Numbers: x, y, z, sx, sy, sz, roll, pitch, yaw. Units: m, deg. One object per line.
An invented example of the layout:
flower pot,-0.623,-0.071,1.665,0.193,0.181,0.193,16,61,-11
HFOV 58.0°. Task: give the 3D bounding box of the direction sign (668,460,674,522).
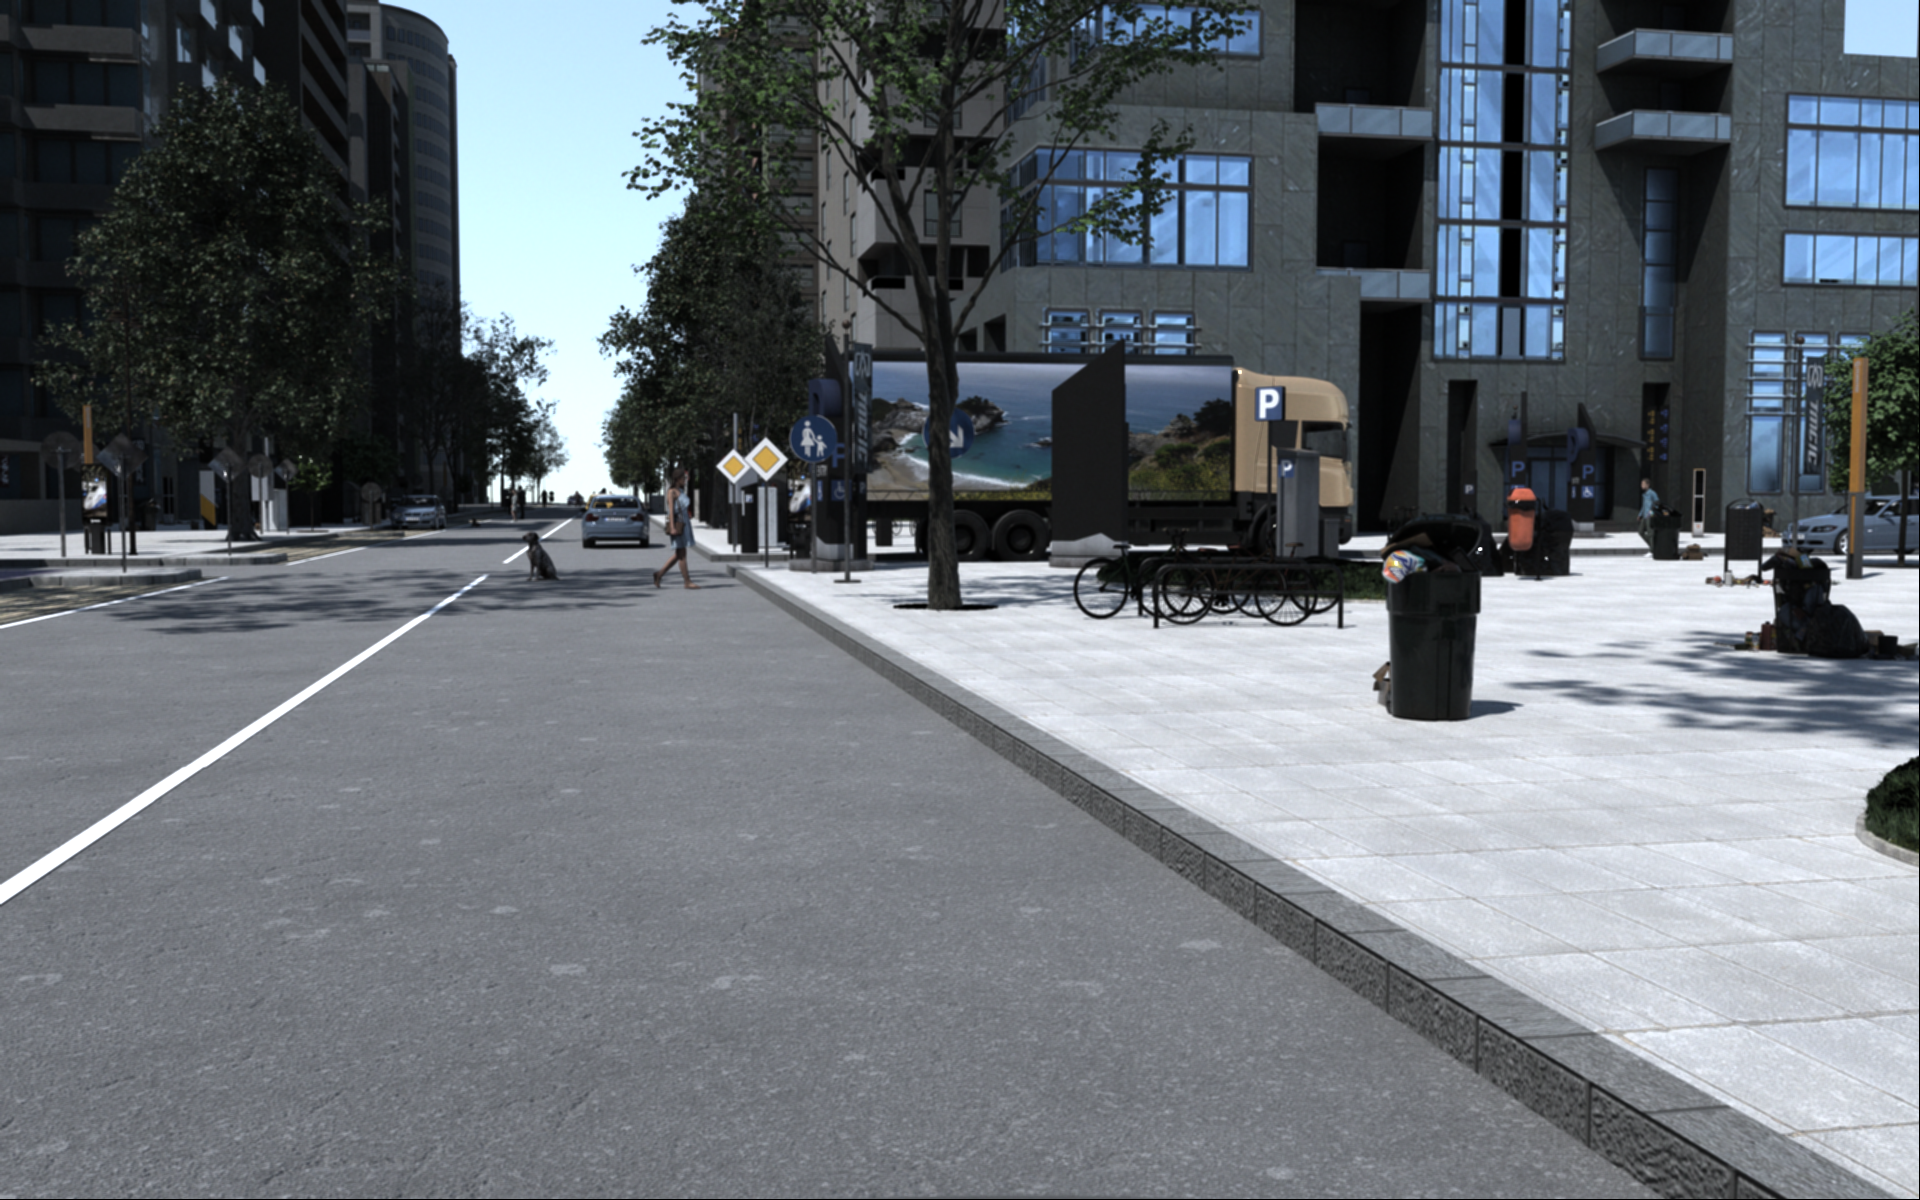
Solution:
direction sign,-12.999,-5.260,78.000,0.379,3.537,0.876,0,4,2

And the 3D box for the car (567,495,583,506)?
car,-47.339,-12.251,212.880,1.945,1.354,3.894,-1,4,-11

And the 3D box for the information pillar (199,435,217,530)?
information pillar,-26.577,-4.270,61.164,0.504,3.616,0.183,0,4,-1

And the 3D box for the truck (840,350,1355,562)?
truck,3.085,-2.867,35.796,11.283,4.237,2.839,-1,4,-10

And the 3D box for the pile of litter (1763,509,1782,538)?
pile of litter,23.777,-2.291,51.428,1.176,0.858,1.719,-1,4,-9

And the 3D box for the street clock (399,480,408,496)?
street clock,-27.947,-5.046,87.069,0.471,2.002,0.358,3,5,41

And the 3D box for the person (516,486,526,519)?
person,-24.960,-5.534,98.337,0.474,1.900,0.648,0,4,0

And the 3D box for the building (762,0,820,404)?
building,-7.996,-27.360,130.925,14.154,41.232,14.086,-1,4,-11

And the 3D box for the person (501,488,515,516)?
person,-29.556,-6.460,114.127,1.348,1.823,0.705,-2,4,-24

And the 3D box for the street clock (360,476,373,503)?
street clock,-24.349,-4.069,71.095,0.358,2.002,0.471,2,4,31

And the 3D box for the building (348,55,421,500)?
building,-57.341,-28.976,157.356,14.154,41.232,14.086,-1,4,-11

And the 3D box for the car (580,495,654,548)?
car,-9.370,-2.157,47.266,2.014,1.417,4.499,-1,4,-10

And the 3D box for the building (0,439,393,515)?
building,-62.652,-27.217,136.879,32.217,40.220,23.993,-1,4,-11

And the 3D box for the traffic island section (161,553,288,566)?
traffic island section,-15.231,-0.844,36.076,2.009,0.180,2.903,-1,4,-11

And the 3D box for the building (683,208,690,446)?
building,-34.665,-37.484,262.967,14.600,45.320,14.200,-1,4,-11

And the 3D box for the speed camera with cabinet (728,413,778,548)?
speed camera with cabinet,-5.007,-2.904,41.816,0.660,3.252,2.038,-2,4,-26

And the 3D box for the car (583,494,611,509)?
car,-19.599,-5.167,94.704,2.015,1.641,3.980,-1,4,-13

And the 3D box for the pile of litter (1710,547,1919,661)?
pile of litter,6.979,-0.008,14.092,1.176,0.858,1.719,-1,4,-10

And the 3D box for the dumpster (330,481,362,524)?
dumpster,-27.027,-4.298,76.027,1.264,1.857,1.865,-1,4,-12

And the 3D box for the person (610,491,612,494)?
person,-32.666,-9.300,161.354,0.742,1.727,0.445,-3,5,-42

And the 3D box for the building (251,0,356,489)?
building,-53.280,-30.067,115.302,21.300,48.544,21.600,-1,4,-11

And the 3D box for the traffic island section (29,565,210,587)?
traffic island section,-13.646,-0.365,28.249,2.009,0.180,2.903,-1,4,-11

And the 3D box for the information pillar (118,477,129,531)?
information pillar,-29.041,-3.402,60.120,0.304,2.012,0.304,-2,4,-27

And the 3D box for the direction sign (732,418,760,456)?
direction sign,-6.395,-3.657,51.792,0.876,3.537,0.379,1,4,13

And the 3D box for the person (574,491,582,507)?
person,-43.481,-11.506,197.182,0.990,1.755,0.434,-2,4,-26

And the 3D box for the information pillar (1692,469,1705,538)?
information pillar,21.758,-2.847,51.034,0.304,2.012,0.304,1,4,18

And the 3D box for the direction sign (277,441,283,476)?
direction sign,-28.806,-5.035,74.320,0.876,3.537,0.379,-1,4,-9

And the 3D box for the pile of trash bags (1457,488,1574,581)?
pile of trash bags,8.618,-1.062,27.110,1.912,1.369,3.447,1,4,10

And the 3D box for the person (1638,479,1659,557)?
person,15.745,-1.877,39.525,0.444,1.785,0.601,0,4,2

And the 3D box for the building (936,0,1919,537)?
building,14.502,-45.755,60.774,31.000,86.520,22.319,-1,4,-11

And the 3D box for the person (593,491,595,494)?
person,-46.674,-12.995,221.047,0.705,1.814,1.350,2,4,32

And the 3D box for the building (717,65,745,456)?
building,-16.819,-32.008,173.438,14.600,45.320,14.200,-1,4,-11

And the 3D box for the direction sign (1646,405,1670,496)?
direction sign,17.887,-3.209,44.469,0.379,3.537,0.876,-1,4,-13

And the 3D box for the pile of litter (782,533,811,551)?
pile of litter,-3.417,-1.548,39.276,1.176,0.858,1.719,-1,4,-15

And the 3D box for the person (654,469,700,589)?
person,-4.296,-1.073,26.130,0.778,1.811,0.616,1,4,15

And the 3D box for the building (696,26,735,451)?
building,-23.714,-41.915,227.310,21.231,58.520,28.212,-1,4,-11

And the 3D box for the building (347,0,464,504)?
building,-72.171,-40.750,208.269,21.231,58.520,28.212,-1,4,-11

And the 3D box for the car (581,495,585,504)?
car,-54.104,-14.219,245.065,1.945,1.354,3.894,-1,4,-12

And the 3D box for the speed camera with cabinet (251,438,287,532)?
speed camera with cabinet,-23.721,-3.982,59.448,0.660,3.252,2.038,0,4,-4

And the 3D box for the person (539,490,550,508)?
person,-44.106,-10.747,183.844,1.348,1.869,0.705,1,4,20

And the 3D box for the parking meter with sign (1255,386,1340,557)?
parking meter with sign,5.652,-1.990,28.798,1.738,3.016,0.543,-3,5,-43

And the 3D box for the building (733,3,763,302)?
building,-8.489,-30.494,153.207,22.147,44.769,28.867,-1,4,-11

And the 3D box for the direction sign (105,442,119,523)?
direction sign,-37.120,-5.139,76.021,0.379,3.537,0.876,1,4,23

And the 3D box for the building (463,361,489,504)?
building,-80.031,-24.000,237.439,27.650,21.520,28.899,-1,4,-11

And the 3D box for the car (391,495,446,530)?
car,-21.912,-3.559,70.198,2.014,1.417,4.499,-1,4,-10

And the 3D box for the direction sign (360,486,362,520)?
direction sign,-29.364,-5.677,84.812,0.876,3.537,0.379,-3,4,-37

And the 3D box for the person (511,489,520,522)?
person,-22.678,-4.812,88.185,0.522,1.701,0.512,-2,4,-27

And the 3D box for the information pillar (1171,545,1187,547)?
information pillar,5.268,-3.104,42.109,0.504,3.616,0.183,2,4,30

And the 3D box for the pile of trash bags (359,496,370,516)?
pile of trash bags,-34.764,-5.569,100.803,1.912,1.369,3.447,-2,4,-30

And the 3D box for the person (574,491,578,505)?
person,-48.283,-12.811,217.941,1.348,1.826,0.705,1,4,19

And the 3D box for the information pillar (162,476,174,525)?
information pillar,-32.655,-4.095,71.440,0.304,2.012,0.304,1,4,11

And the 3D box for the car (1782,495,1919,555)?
car,21.488,-1.737,40.408,4.499,1.417,2.014,-1,4,-11

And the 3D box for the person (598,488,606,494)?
person,-21.121,-5.712,102.150,0.793,1.790,0.793,2,4,27

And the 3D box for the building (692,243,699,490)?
building,-31.785,-34.527,248.117,14.154,41.232,14.086,-1,4,-11
